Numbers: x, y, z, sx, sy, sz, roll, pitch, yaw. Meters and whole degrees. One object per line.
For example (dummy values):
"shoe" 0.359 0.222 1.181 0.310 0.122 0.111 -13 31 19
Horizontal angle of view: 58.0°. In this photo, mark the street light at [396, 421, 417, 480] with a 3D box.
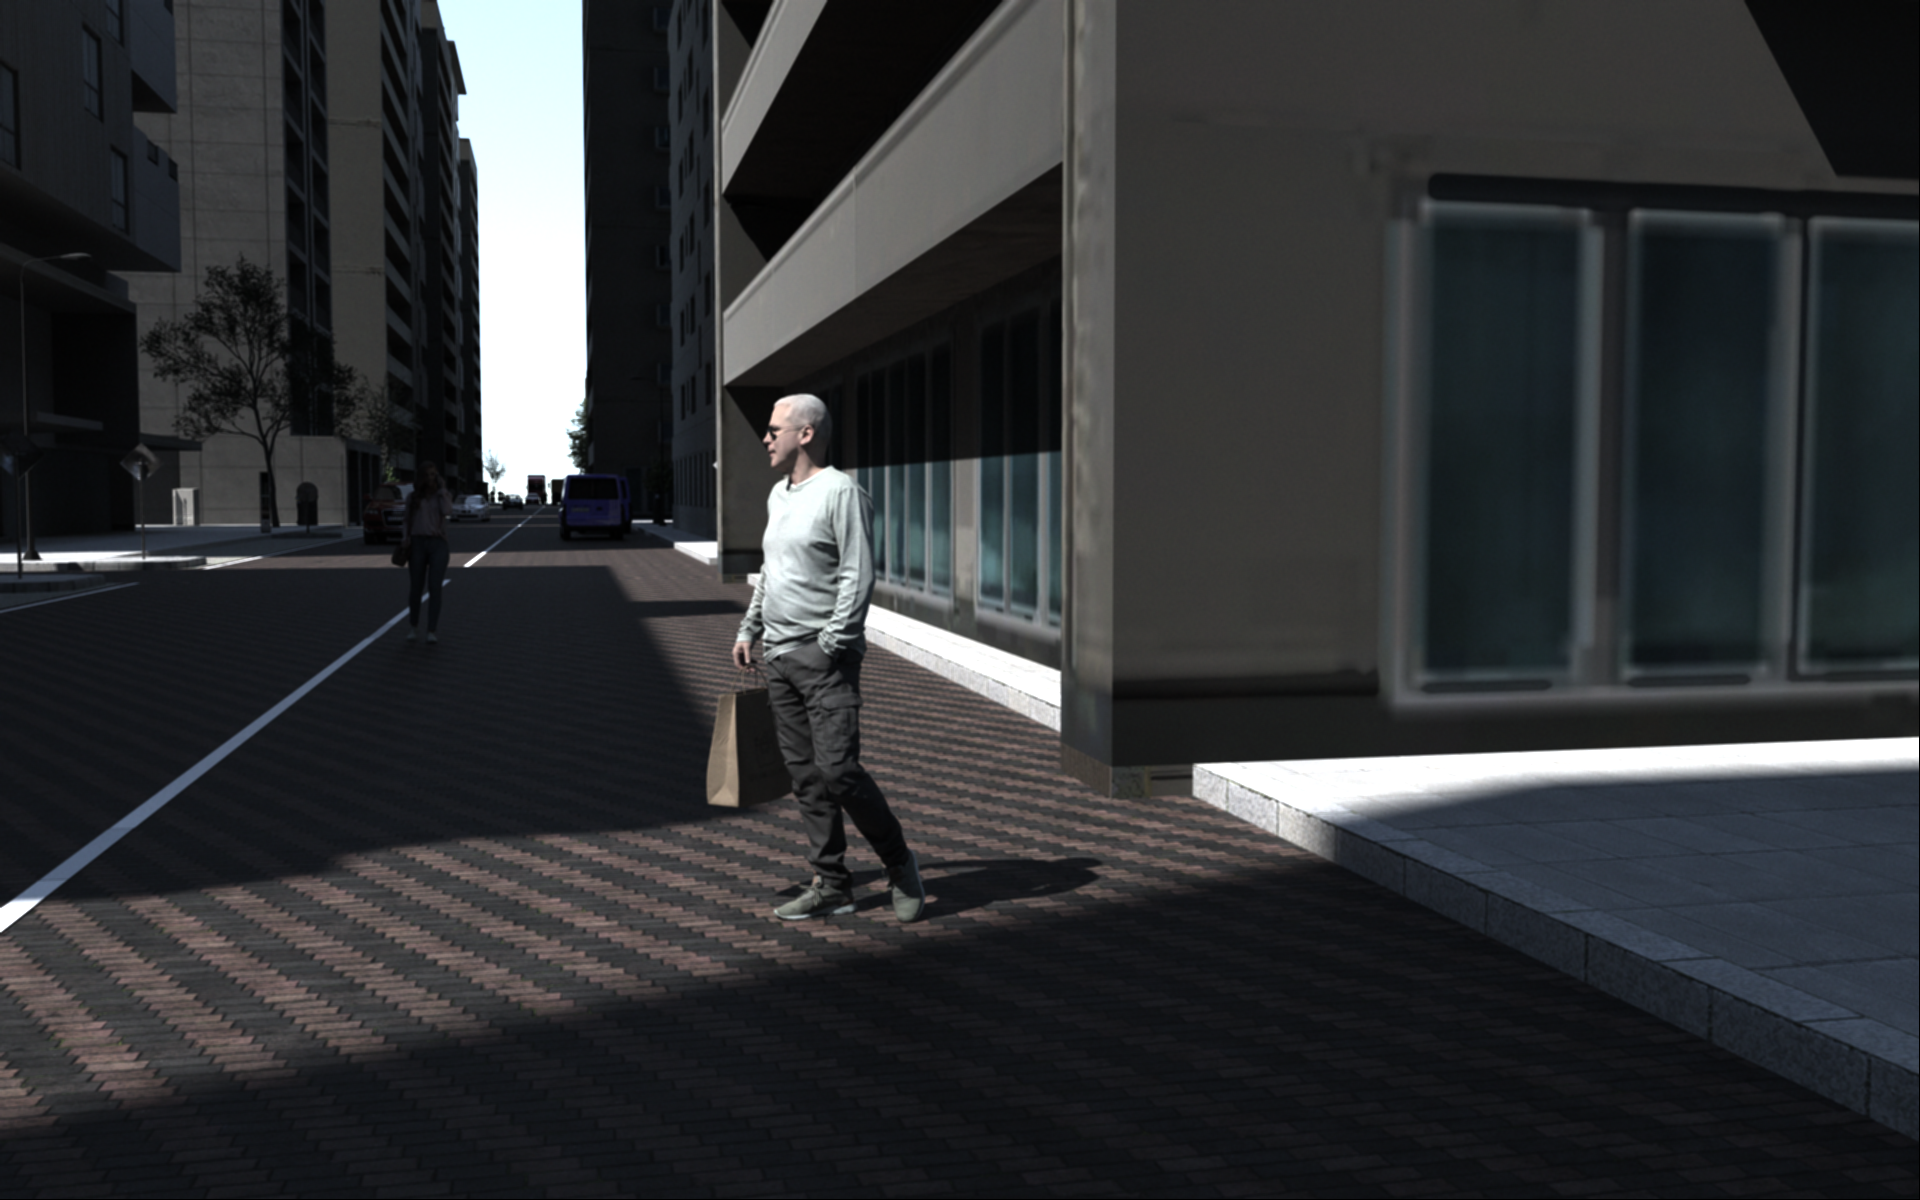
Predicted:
"street light" -34.739 -8.327 108.691 1.470 5.913 1.316 -1 4 -13

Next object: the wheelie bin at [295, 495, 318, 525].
"wheelie bin" -26.729 -3.858 70.982 0.693 1.594 0.980 1 4 18

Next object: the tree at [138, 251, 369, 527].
"tree" -26.665 -8.090 66.688 7.601 10.594 8.767 2 4 33

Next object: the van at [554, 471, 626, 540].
"van" -11.852 -3.129 55.538 2.240 2.365 5.245 -1 4 -14

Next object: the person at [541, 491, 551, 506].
"person" -49.787 -12.214 208.204 1.348 1.822 0.705 1 4 18

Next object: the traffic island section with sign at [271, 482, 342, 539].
"traffic island section with sign" -21.199 -2.915 56.292 1.989 1.847 2.006 -1 4 -13

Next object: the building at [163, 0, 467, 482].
"building" -71.277 -37.193 197.341 28.713 52.752 27.495 -1 4 -13

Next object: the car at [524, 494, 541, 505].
"car" -55.103 -13.102 223.259 2.155 1.783 4.494 -1 4 -12

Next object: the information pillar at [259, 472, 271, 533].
"information pillar" -22.855 -3.209 56.959 0.304 2.012 0.304 -2 4 -26

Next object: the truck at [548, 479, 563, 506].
"truck" -50.303 -13.628 218.747 3.469 3.379 9.791 -1 4 -13

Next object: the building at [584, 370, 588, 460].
"building" -40.777 -25.036 254.369 27.650 21.520 28.899 -1 4 -13

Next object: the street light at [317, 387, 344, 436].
"street light" -27.012 -6.235 74.478 1.470 5.913 1.316 -1 4 -13

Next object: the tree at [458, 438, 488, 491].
"tree" -53.131 -14.146 181.643 4.737 8.622 4.395 0 3 0

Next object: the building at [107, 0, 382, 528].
"building" -38.282 -39.199 79.155 20.563 71.187 20.611 -1 4 -13

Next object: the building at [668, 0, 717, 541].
"building" 6.339 -12.812 54.509 28.899 21.520 27.650 -1 4 -13

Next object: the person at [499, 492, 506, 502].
"person" -62.034 -13.826 235.371 1.217 1.723 0.721 0 4 5

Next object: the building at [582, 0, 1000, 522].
"building" -10.824 -29.161 100.489 21.300 48.544 21.600 -1 4 -13

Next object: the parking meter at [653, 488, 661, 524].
"parking meter" -12.941 -4.013 74.024 0.372 1.533 0.369 0 3 0

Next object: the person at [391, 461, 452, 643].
"person" -5.225 -0.477 16.881 0.593 1.750 0.643 -1 4 -10

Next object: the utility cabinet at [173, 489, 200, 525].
"utility cabinet" -31.276 -3.750 69.984 1.173 1.500 0.318 2 4 26

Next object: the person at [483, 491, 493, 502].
"person" -49.118 -10.475 179.897 1.348 1.807 0.705 -3 5 -41

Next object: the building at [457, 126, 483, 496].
"building" -73.067 -36.605 222.200 21.300 48.544 21.600 -1 4 -13

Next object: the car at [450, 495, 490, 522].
"car" -25.578 -4.774 90.419 2.083 1.381 4.827 -1 4 -12

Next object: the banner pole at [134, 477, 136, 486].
"banner pole" -32.838 -4.811 68.669 0.401 3.779 0.863 0 4 -2

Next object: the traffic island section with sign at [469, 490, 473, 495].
"traffic island section with sign" -44.608 -9.122 157.773 1.989 1.847 2.006 -1 4 -13

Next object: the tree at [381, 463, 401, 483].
"tree" -35.004 -6.816 106.047 1.663 3.219 1.824 0 3 0

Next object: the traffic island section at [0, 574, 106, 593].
"traffic island section" -14.247 -0.241 26.216 2.009 0.180 2.903 -1 4 -13

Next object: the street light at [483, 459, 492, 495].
"street light" -62.770 -15.747 230.001 1.470 5.913 1.316 -1 4 -13

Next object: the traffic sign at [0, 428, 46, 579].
"traffic sign" -14.226 -1.377 26.159 0.795 2.450 0.064 -1 4 -13

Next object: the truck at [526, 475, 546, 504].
"truck" -62.060 -16.202 253.819 2.839 4.237 11.283 -1 4 -12

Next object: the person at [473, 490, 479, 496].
"person" -44.742 -9.283 160.234 0.705 1.831 1.348 2 4 34

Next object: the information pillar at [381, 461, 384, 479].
"information pillar" -34.951 -6.914 104.400 0.504 3.616 0.183 1 4 18

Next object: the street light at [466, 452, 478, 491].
"street light" -53.407 -13.256 189.280 1.470 5.913 1.316 -1 4 -13

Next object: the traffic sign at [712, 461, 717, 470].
"traffic sign" -4.815 -2.009 36.494 0.795 2.450 0.064 -1 4 -13

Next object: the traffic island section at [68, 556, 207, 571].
"traffic island section" -16.042 -0.717 33.997 2.009 0.180 2.903 -1 4 -13

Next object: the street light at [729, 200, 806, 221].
"street light" -2.952 -3.370 27.637 1.470 5.913 1.316 -1 4 -13

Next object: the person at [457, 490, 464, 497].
"person" -36.312 -7.145 125.996 0.551 1.740 0.621 -2 4 -24

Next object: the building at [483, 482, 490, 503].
"building" -83.402 -33.739 243.516 32.217 40.220 23.993 -1 4 -13

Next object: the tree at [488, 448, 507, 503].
"tree" -70.572 -19.083 262.368 4.737 8.622 4.395 0 3 0

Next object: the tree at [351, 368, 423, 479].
"tree" -33.550 -9.204 100.847 4.360 8.622 3.978 0 3 0

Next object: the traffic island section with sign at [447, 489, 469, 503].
"traffic island section with sign" -38.440 -7.486 131.022 1.989 1.847 2.006 -1 4 -13

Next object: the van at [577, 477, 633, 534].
"van" -13.288 -3.670 64.382 2.240 2.365 5.245 -1 4 -14

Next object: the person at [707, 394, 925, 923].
"person" -0.514 0.187 5.937 0.515 1.767 0.782 -3 5 -40

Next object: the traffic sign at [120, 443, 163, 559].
"traffic sign" -16.021 -1.853 33.940 0.795 2.450 0.064 -1 4 -13

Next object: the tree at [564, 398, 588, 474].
"tree" -40.177 -16.705 191.255 7.486 12.596 7.792 0 3 0

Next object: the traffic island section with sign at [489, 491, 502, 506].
"traffic island section with sign" -57.022 -12.414 211.599 1.989 1.847 2.006 -1 4 -13

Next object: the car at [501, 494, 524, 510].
"car" -40.586 -9.015 157.187 2.009 1.686 4.222 -1 4 -13

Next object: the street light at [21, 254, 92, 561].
"street light" -17.458 -3.728 33.495 1.470 5.913 1.316 -1 4 -13

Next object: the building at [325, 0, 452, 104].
"building" -58.913 -32.915 161.854 21.300 48.544 21.600 -1 4 -13

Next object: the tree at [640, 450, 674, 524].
"tree" -13.146 -4.955 75.608 1.663 3.219 1.824 0 3 0

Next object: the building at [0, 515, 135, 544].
"building" -36.586 -27.765 43.195 28.713 52.752 27.495 -1 4 -13

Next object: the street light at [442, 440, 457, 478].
"street light" -44.085 -10.818 149.416 1.470 5.913 1.316 -1 4 -13

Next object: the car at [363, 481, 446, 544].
"car" -16.399 -2.606 51.279 2.281 1.827 5.304 -1 4 -13

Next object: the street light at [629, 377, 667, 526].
"street light" -12.381 -5.887 68.795 1.470 5.913 1.316 -1 4 -13

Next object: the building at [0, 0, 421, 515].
"building" -57.166 -33.501 136.978 28.713 52.752 27.495 -1 4 -13

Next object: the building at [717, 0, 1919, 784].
"building" 8.737 -24.193 19.254 21.300 48.544 21.600 -1 4 -13
